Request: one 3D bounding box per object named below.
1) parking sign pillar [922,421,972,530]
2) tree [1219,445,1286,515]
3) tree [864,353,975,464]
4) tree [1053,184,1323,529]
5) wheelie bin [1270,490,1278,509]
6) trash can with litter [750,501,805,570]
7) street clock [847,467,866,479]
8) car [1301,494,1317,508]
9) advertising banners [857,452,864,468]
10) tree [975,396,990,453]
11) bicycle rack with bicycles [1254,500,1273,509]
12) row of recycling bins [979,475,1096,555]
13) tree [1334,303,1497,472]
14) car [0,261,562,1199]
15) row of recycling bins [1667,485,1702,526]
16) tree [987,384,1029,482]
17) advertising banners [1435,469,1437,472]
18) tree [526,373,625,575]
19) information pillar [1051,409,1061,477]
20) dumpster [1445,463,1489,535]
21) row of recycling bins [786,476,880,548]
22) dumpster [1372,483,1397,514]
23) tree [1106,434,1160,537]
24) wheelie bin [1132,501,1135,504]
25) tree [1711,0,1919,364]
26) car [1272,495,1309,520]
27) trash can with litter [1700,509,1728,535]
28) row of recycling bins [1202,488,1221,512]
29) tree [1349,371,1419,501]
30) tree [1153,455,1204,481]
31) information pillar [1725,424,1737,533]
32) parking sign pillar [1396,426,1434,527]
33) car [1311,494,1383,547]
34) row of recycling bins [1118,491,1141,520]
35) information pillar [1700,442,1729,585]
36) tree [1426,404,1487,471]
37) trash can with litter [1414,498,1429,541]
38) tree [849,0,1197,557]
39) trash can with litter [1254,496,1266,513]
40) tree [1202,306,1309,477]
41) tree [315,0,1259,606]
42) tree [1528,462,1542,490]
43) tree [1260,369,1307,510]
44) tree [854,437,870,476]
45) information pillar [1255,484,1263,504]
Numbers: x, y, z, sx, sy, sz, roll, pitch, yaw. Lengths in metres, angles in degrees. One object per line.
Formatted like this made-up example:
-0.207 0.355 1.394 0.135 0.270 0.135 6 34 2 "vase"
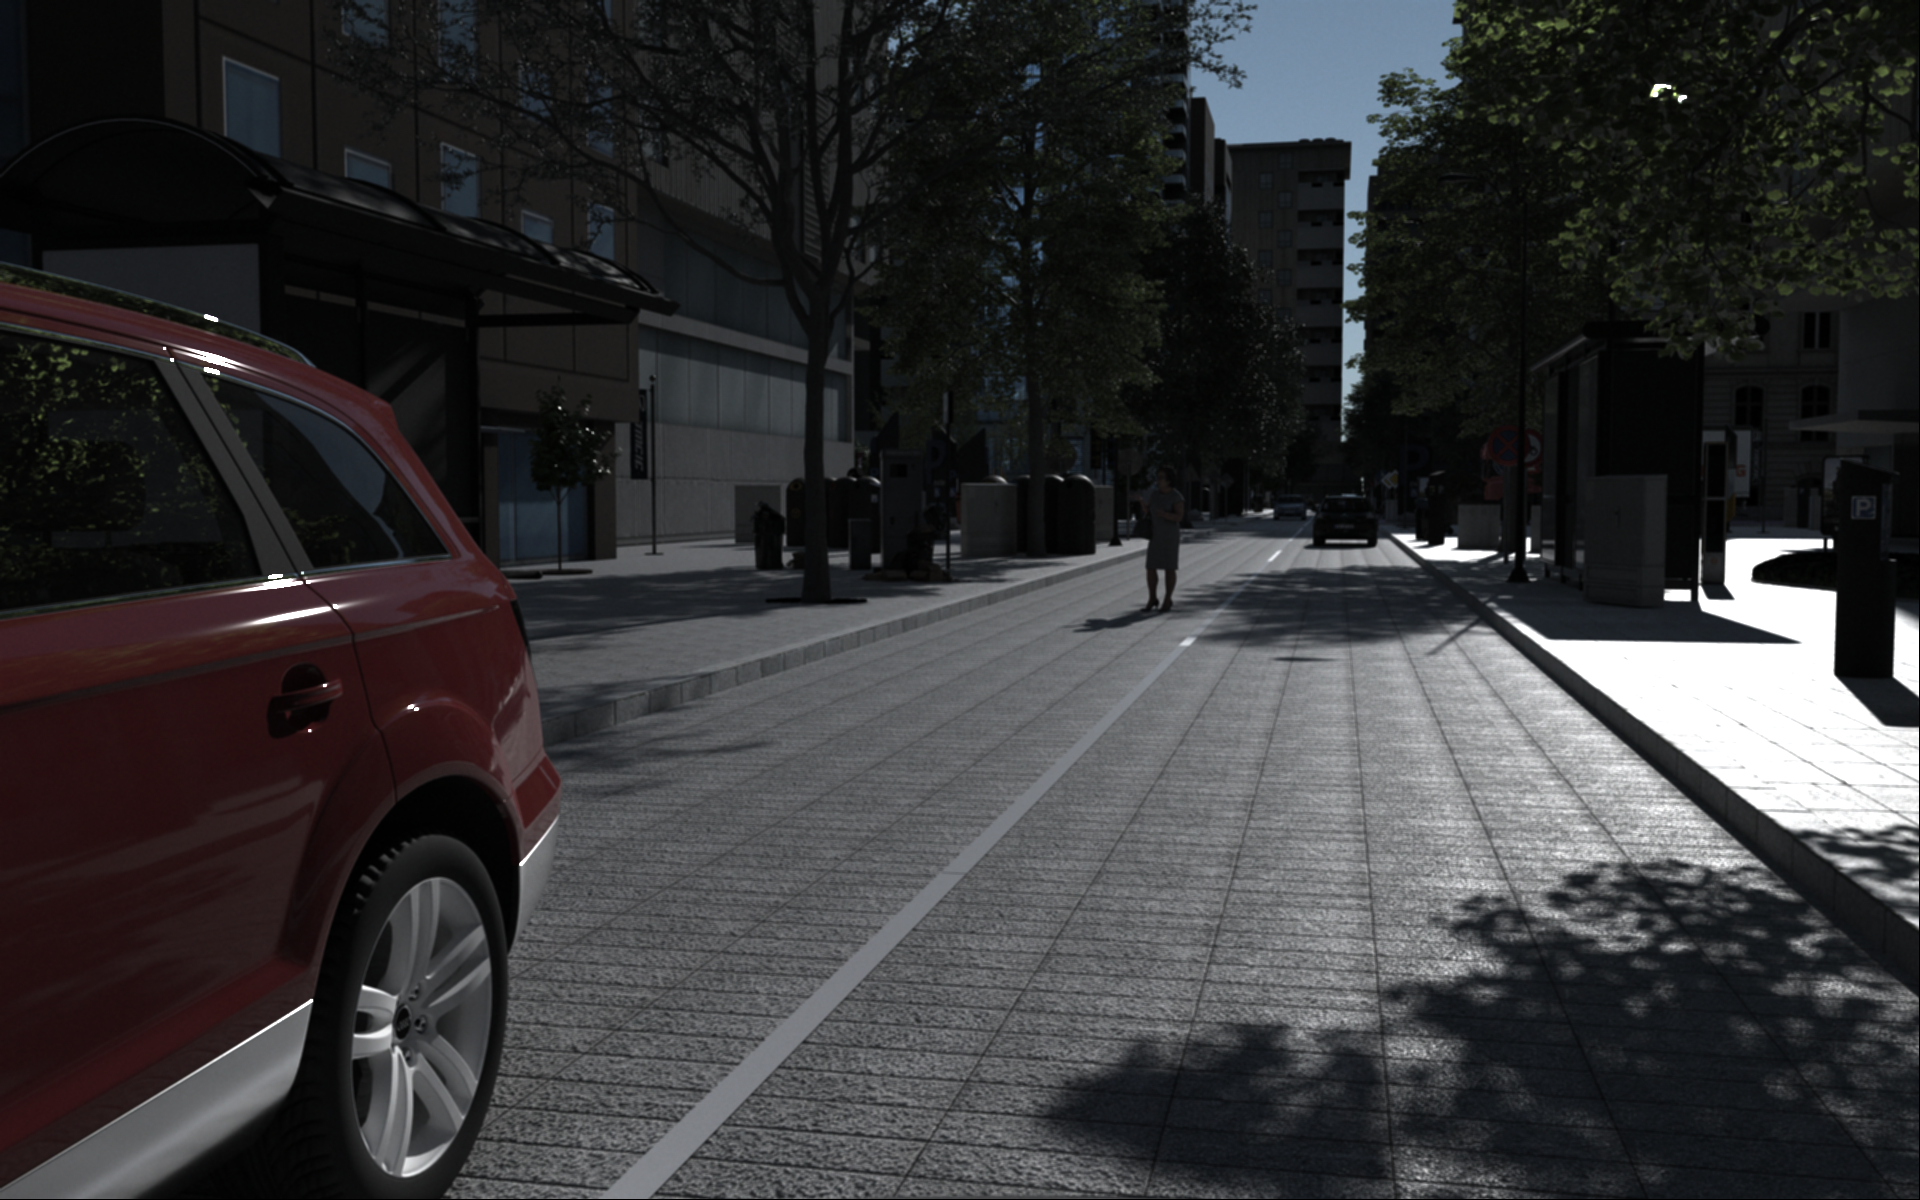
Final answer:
-0.663 -4.480 61.722 1.447 3.967 1.447 -3 4 -37 "parking sign pillar"
17.439 -7.544 107.056 4.285 4.588 4.351 0 3 0 "tree"
-2.429 -8.402 87.729 4.737 8.622 4.395 0 3 0 "tree"
8.260 -9.027 64.597 9.611 12.733 9.660 0 3 0 "tree"
26.887 -8.592 148.395 0.693 1.594 0.980 0 4 3 "wheelie bin"
-3.037 -1.115 29.610 1.055 1.170 0.624 -1 4 -16 "trash can with litter"
-2.811 -2.597 47.026 0.471 2.002 0.358 -1 4 -22 "street clock"
36.743 -10.589 183.350 2.015 1.641 3.980 1 4 13 "car"
-4.512 -4.587 71.180 0.090 3.025 2.074 2 4 29 "advertising banners"
0.368 -10.484 121.779 4.737 8.622 4.395 0 3 0 "tree"
25.009 -8.141 146.480 2.925 0.926 2.852 0 4 8 "bicycle rack with bicycles"
1.644 -1.889 37.994 1.069 1.692 3.534 -3 5 -40 "row of recycling bins"
22.289 -9.086 82.960 7.601 10.594 8.767 0 4 -4 "tree"
-2.293 0.402 2.096 2.281 1.827 5.304 1 4 10 "car"
23.189 -3.099 57.786 1.069 1.692 3.534 -2 4 -32 "row of recycling bins"
3.598 -10.190 116.962 4.360 8.622 3.978 0 3 0 "tree"
33.838 -7.820 124.047 0.090 3.025 2.074 0 4 -1 "advertising banners"
-6.474 -2.027 27.747 1.663 3.219 1.824 0 3 0 "tree"
2.609 -3.425 47.351 0.183 3.616 0.504 -1 4 -22 "information pillar"
16.089 -3.240 55.462 1.502 2.255 1.985 1 4 12 "dumpster"
-3.009 -2.118 41.747 1.069 1.692 3.534 -3 4 -39 "row of recycling bins"
26.911 -6.556 109.687 1.502 2.255 1.985 1 4 12 "dumpster"
5.017 -3.498 51.798 1.663 3.219 1.824 0 3 0 "tree"
15.432 -8.977 154.684 0.693 1.594 0.980 -2 4 -31 "wheelie bin"
5.232 -5.497 8.009 7.486 12.596 7.792 0 3 0 "tree"
18.282 -5.127 95.829 2.014 1.417 4.499 1 4 12 "car"
23.243 -2.597 53.856 1.055 1.170 0.624 0 4 6 "trash can with litter"
17.619 -7.029 122.039 1.069 1.692 3.534 -3 5 -45 "row of recycling bins"
24.401 -9.102 99.179 4.360 8.622 3.978 0 3 0 "tree"
12.780 -7.269 102.560 4.285 4.588 4.351 0 3 0 "tree"
25.508 -4.039 57.391 0.183 3.616 0.504 -1 4 -18 "information pillar"
17.832 -4.852 67.801 1.447 3.967 1.447 1 4 23 "parking sign pillar"
10.854 -2.377 48.653 2.009 1.686 4.222 1 4 14 "car"
7.796 -4.839 86.222 3.534 1.692 1.069 1 4 19 "row of recycling bins"
10.693 -1.227 24.557 0.304 2.012 0.304 1 4 18 "information pillar"
33.076 -10.115 115.738 4.737 8.622 4.395 0 3 0 "tree"
13.034 -2.246 48.106 0.624 1.170 1.055 0 4 -7 "trash can with litter"
1.245 -7.137 34.824 7.486 12.596 7.792 0 3 0 "tree"
20.745 -6.646 120.052 0.624 1.170 1.055 2 4 27 "trash can with litter"
18.945 -12.919 117.885 9.857 13.997 8.962 0 3 0 "tree"
-1.725 -6.719 20.221 12.009 13.543 11.850 0 3 0 "tree"
23.091 -4.459 67.503 1.663 3.219 1.824 0 3 0 "tree"
24.823 -13.238 142.200 9.928 11.665 9.643 0 3 0 "tree"
-5.900 -6.953 97.400 4.285 4.588 4.351 0 3 0 "tree"
21.786 -7.425 125.891 0.304 2.012 0.304 -2 4 -27 "information pillar"
